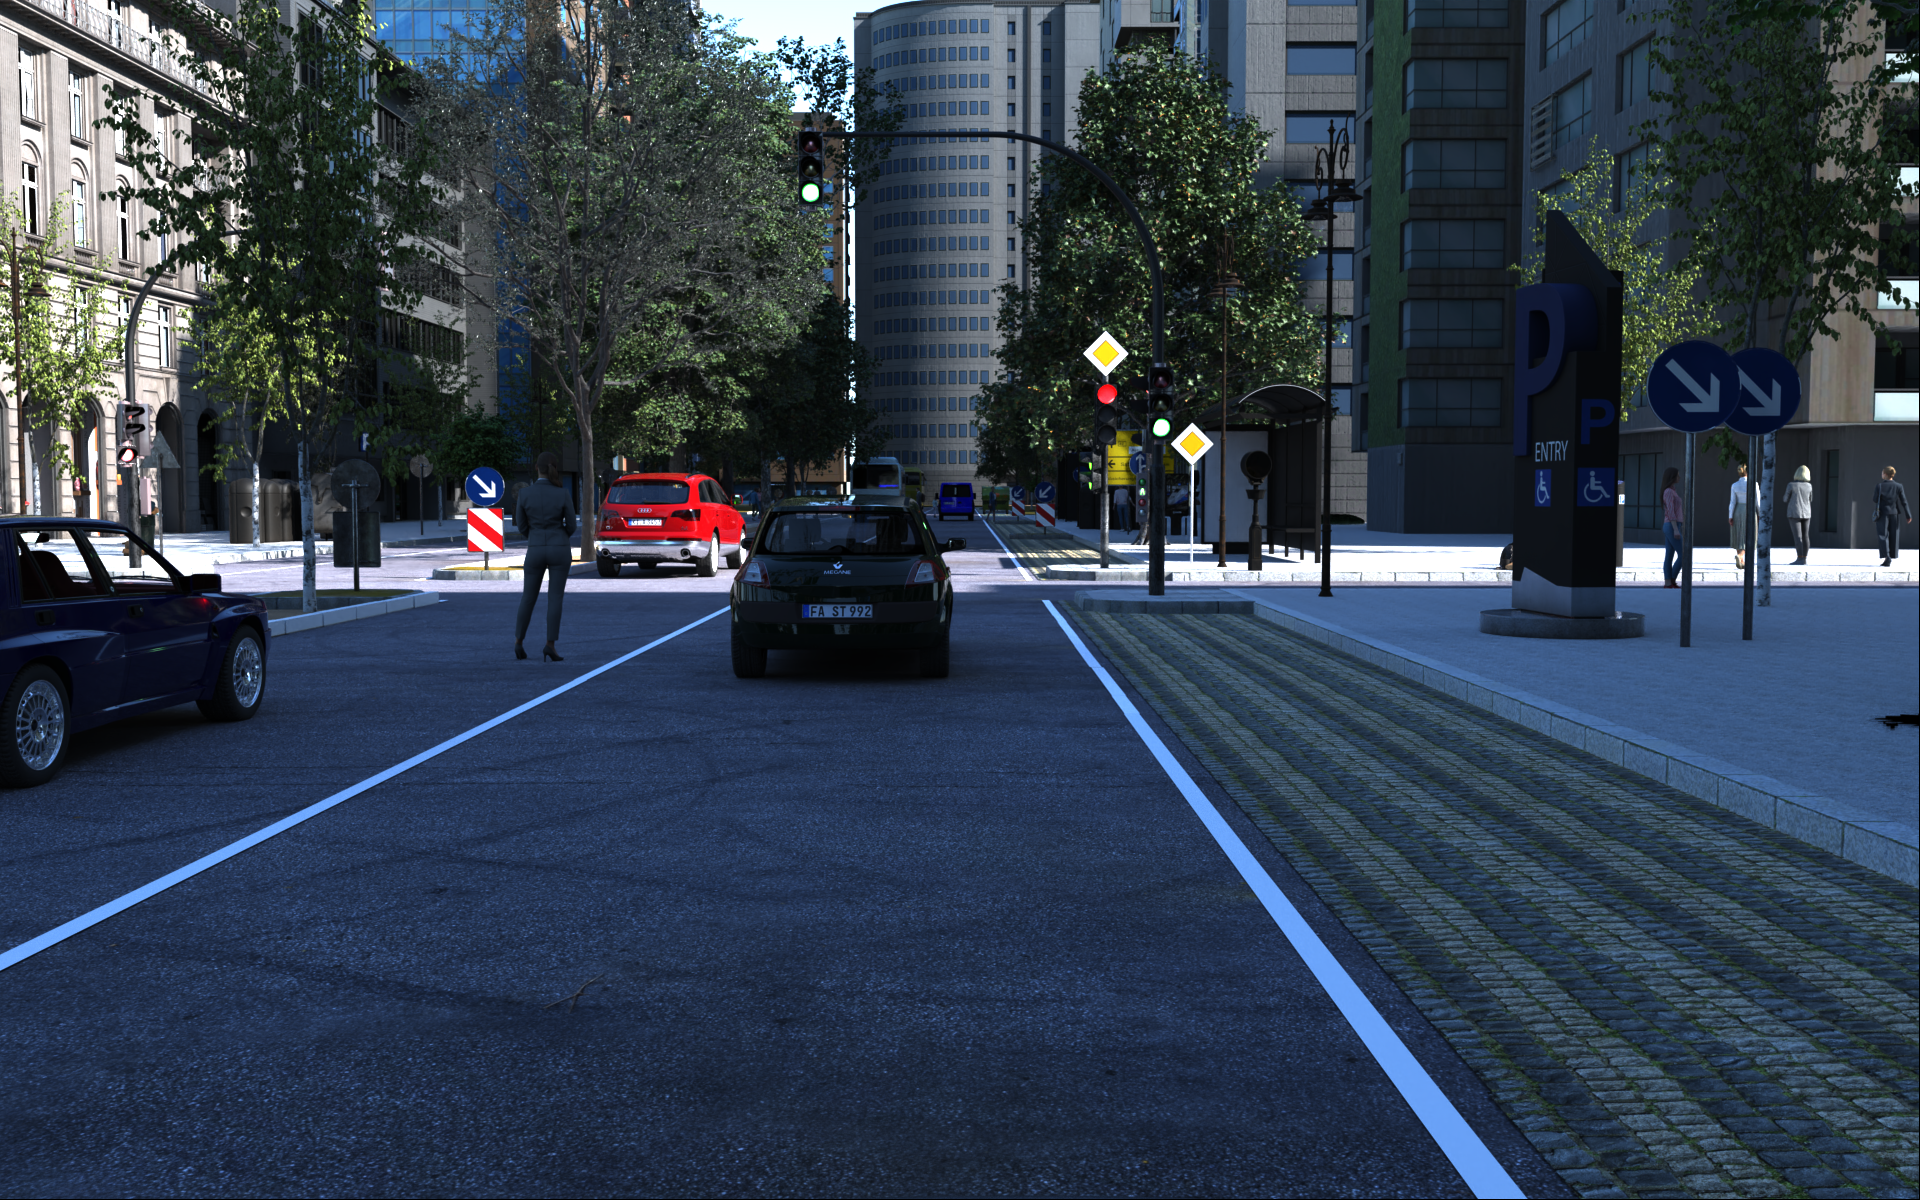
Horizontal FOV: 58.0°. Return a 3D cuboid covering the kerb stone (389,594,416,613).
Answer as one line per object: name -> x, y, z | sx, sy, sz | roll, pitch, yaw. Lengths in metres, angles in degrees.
kerb stone -> -6.937, 0.061, 21.290 | 0.120, 0.150, 1.000 | 0, 3, 0

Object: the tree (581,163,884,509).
tree -> -7.648, -8.399, 56.795 | 9.611, 12.733, 9.660 | 0, 3, 0

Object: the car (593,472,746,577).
car -> -5.187, -1.395, 31.480 | 2.281, 1.827, 5.304 | 0, 4, 2

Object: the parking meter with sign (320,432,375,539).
parking meter with sign -> -17.531, -3.250, 49.393 | 1.738, 3.016, 0.543 | 2, 4, 25

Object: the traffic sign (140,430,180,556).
traffic sign -> -16.365, -2.166, 35.423 | 0.884, 2.594, 0.081 | 0, 4, 7

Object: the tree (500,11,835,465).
tree -> -7.748, -8.426, 46.871 | 9.857, 13.997, 8.962 | 0, 3, 0

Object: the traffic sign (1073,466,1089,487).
traffic sign -> 5.578, -4.857, 79.520 | 0.768, 2.556, 0.104 | 1, 4, 9

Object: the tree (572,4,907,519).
tree -> -8.772, -12.808, 67.759 | 12.611, 20.169, 13.585 | 0, 3, 0

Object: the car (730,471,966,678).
car -> -0.941, -0.314, 14.920 | 2.009, 1.686, 4.222 | 0, 4, -1

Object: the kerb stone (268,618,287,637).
kerb stone -> -6.955, 0.307, 17.182 | 0.120, 0.150, 1.000 | 0, 3, 0

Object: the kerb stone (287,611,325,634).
kerb stone -> -6.946, 0.247, 18.204 | 0.120, 0.150, 1.000 | 0, 3, 0

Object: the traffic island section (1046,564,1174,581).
traffic island section -> 2.525, -0.472, 29.999 | 2.009, 0.180, 2.903 | 0, 3, 0

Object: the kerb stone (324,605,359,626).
kerb stone -> -6.941, 0.181, 19.237 | 0.120, 0.150, 1.000 | 0, 3, 0

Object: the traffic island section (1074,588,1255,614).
traffic island section -> 2.510, 0.016, 22.014 | 2.009, 0.180, 2.903 | 0, 3, 0

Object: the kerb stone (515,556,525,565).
kerb stone -> -9.012, -0.794, 35.171 | 0.120, 0.150, 1.000 | 0, 3, 0

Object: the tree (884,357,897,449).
tree -> -7.768, -9.768, 79.175 | 9.611, 12.733, 9.660 | 0, 3, 0

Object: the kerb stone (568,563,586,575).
kerb stone -> -6.918, -0.543, 31.070 | 0.120, 0.150, 1.000 | 0, 3, 0

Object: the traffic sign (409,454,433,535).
traffic sign -> -16.790, -3.295, 53.980 | 0.768, 2.556, 0.104 | 0, 4, 6

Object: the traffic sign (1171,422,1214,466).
traffic sign -> 4.275, -1.960, 31.780 | 0.795, 2.593, 0.064 | 0, 4, 6

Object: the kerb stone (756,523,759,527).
kerb stone -> -8.937, -3.238, 75.144 | 0.120, 0.150, 1.000 | 0, 3, 0

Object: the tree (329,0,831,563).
tree -> -7.778, -7.526, 35.872 | 12.009, 13.543, 11.850 | 0, 3, 0

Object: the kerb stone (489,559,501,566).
kerb stone -> -9.015, -0.668, 33.109 | 0.120, 0.150, 1.000 | 0, 3, 0

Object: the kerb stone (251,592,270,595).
kerb stone -> -9.042, 0.000, 22.301 | 0.120, 0.150, 1.000 | 0, 3, 0

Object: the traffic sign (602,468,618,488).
traffic sign -> -17.054, -5.155, 84.390 | 0.768, 2.556, 0.104 | 0, 4, 4

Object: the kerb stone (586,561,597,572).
kerb stone -> -6.912, -0.605, 32.103 | 0.120, 0.150, 1.000 | 0, 3, 0

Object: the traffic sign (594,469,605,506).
traffic sign -> -18.521, -5.433, 88.933 | 0.768, 2.556, 0.104 | 0, 4, 7

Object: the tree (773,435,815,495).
tree -> -7.904, -8.250, 87.702 | 4.360, 8.622, 3.978 | 0, 3, 0

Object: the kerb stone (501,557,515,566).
kerb stone -> -9.007, -0.730, 34.135 | 0.120, 0.150, 1.000 | 0, 3, 0

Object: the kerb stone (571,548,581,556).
kerb stone -> -8.994, -1.102, 40.295 | 0.120, 0.150, 1.000 | 0, 3, 0

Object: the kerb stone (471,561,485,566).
kerb stone -> -9.018, -0.603, 32.087 | 0.120, 0.150, 1.000 | 0, 3, 0

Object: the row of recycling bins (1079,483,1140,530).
row of recycling bins -> 5.720, -3.396, 62.638 | 3.534, 1.692, 1.069 | 3, 5, 44

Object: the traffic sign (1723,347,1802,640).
traffic sign -> 6.926, -0.921, 15.157 | 0.768, 2.556, 0.104 | 0, 4, 3

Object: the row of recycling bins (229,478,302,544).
row of recycling bins -> -18.469, -2.394, 46.247 | 1.069, 1.692, 3.534 | 0, 4, -1

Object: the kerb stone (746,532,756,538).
kerb stone -> -6.870, -2.106, 56.701 | 0.120, 0.150, 1.000 | 0, 3, 0

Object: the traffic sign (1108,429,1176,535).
traffic sign -> 5.620, -3.701, 54.382 | 2.265, 3.308, 0.079 | 0, 4, 4

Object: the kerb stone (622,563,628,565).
kerb stone -> -6.905, -0.857, 36.206 | 0.120, 0.150, 1.000 | 0, 3, 0

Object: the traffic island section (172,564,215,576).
traffic island section -> -14.316, -0.474, 30.036 | 2.009, 0.180, 2.903 | 0, 3, 0

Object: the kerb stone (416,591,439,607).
kerb stone -> -6.929, -0.008, 22.325 | 0.120, 0.150, 1.000 | 0, 3, 0

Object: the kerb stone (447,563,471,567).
kerb stone -> -9.015, -0.542, 31.065 | 0.120, 0.150, 1.000 | 0, 3, 0

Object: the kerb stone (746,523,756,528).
kerb stone -> -8.938, -3.176, 74.121 | 0.120, 0.150, 1.000 | 0, 3, 0

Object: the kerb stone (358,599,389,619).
kerb stone -> -6.940, 0.120, 20.259 | 0.120, 0.150, 1.000 | 0, 3, 0

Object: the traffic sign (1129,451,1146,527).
traffic sign -> 5.383, -3.125, 51.196 | 0.768, 2.556, 0.104 | 0, 4, 5

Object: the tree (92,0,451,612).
tree -> -7.810, -4.135, 20.421 | 4.737, 8.622, 4.395 | 0, 3, 0

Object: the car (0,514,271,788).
car -> -5.361, 0.171, 9.789 | 1.945, 1.354, 3.894 | 0, 3, 0
